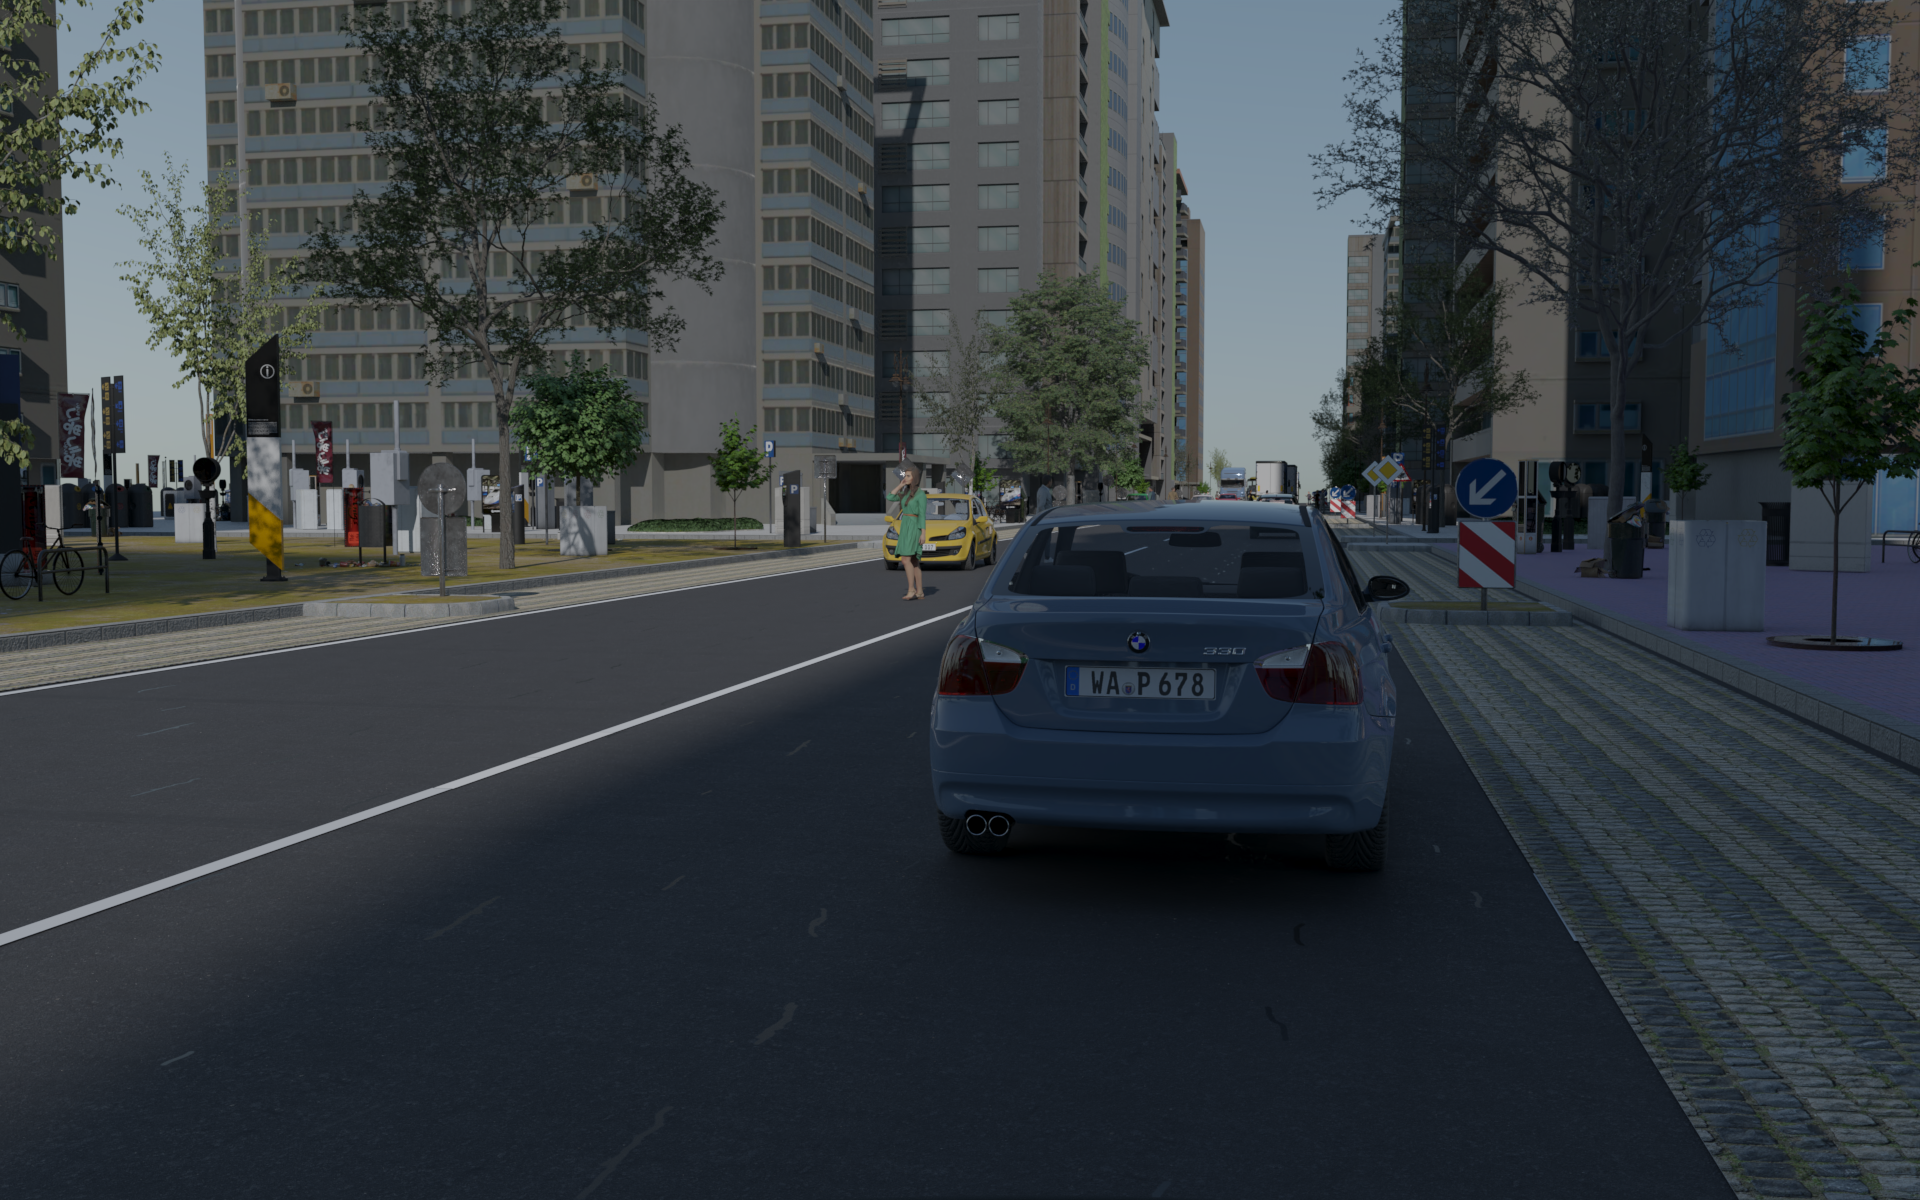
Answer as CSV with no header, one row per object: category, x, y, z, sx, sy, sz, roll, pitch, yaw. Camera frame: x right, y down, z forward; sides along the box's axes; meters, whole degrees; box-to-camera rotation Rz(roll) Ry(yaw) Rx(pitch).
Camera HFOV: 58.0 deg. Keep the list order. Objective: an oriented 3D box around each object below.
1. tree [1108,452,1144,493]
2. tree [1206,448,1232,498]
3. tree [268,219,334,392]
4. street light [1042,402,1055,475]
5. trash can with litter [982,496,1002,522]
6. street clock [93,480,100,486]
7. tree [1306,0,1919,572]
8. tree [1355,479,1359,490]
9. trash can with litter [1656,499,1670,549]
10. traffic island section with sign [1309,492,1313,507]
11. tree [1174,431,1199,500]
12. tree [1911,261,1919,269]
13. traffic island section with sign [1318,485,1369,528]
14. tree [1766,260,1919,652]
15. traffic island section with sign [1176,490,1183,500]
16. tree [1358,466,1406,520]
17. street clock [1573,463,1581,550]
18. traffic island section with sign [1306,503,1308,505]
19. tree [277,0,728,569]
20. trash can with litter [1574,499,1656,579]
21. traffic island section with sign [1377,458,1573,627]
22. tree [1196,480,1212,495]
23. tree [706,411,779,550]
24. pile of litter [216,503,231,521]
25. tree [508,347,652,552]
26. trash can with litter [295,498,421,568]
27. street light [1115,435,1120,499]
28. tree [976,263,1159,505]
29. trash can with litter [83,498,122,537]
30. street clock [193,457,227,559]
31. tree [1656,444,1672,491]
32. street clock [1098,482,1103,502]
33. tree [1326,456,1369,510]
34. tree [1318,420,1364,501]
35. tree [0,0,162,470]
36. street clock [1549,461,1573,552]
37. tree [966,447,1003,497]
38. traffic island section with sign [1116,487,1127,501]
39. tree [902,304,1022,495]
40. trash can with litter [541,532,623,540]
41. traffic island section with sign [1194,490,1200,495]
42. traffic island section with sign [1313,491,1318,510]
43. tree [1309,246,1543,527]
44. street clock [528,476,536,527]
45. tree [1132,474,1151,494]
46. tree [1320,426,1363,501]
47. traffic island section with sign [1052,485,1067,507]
tree,11.857,-8.673,125.509,4.285,4.588,4.351,0,3,0
tree,42.755,-20.340,282.913,4.737,8.622,4.395,0,3,0
tree,-16.253,-5.357,37.943,4.737,8.622,4.395,0,3,0
street light,4.454,-7.010,87.406,0.468,5.910,1.993,1,4,11
trash can with litter,1.086,-4.231,80.231,1.678,1.210,2.233,-2,4,-34
street clock,-47.058,-5.487,94.280,0.358,2.002,0.471,-2,4,-28
tree,11.028,-7.234,28.650,12.009,13.543,11.850,0,3,0
tree,27.477,-7.509,117.371,1.663,3.219,1.824,0,3,0
trash can with litter,16.462,-1.803,40.860,0.624,1.170,1.055,1,4,17
traffic island section with sign,31.352,-8.636,149.820,1.989,1.847,2.006,1,4,11
tree,25.971,-15.410,202.311,4.360,8.622,3.978,0,3,0
tree,21.830,-5.202,35.408,4.737,8.622,4.395,0,3,0
traffic island section with sign,16.528,-4.021,74.366,1.989,1.847,2.006,1,4,11
tree,7.273,-1.212,14.422,1.663,3.219,1.824,0,3,0
traffic island section with sign,19.284,-8.786,152.281,1.989,1.847,2.006,1,4,11
tree,21.381,-5.648,86.948,1.663,3.219,1.824,0,3,0
street clock,14.020,-2.158,39.854,0.471,2.002,0.358,-2,4,-24
traffic island section with sign,36.649,-10.286,176.810,1.989,1.847,2.006,1,4,11
tree,-7.665,-5.832,29.766,8.767,10.594,7.601,1,4,15
trash can with litter,9.932,-0.920,26.430,1.055,1.170,0.624,3,5,39
traffic island section with sign,5.796,-0.678,19.709,1.989,1.847,2.006,1,4,11
tree,31.626,-14.240,227.420,1.663,3.219,1.824,0,3,0
tree,-5.215,-2.775,39.976,1.663,3.219,1.824,0,3,0
pile of litter,-35.105,-4.169,82.126,1.176,0.858,1.719,2,4,31
tree,-8.623,-3.388,39.115,4.285,4.588,4.351,0,3,0
trash can with litter,-10.720,-1.206,30.776,2.233,1.210,1.678,1,4,16
street light,10.785,-8.961,119.303,0.468,5.910,1.993,1,4,11
tree,5.986,-11.525,95.085,9.857,13.997,8.962,0,3,0
trash can with litter,-25.607,-2.470,51.773,0.624,1.170,1.055,1,4,11
street clock,-14.800,-1.805,34.083,0.471,2.002,0.358,0,4,-2
tree,24.080,-3.854,57.621,1.663,3.219,1.824,0,3,0
street clock,8.644,-6.240,106.595,0.358,2.002,0.471,1,4,22
tree,32.652,-9.798,143.908,4.285,4.588,4.351,0,3,0
tree,38.047,-13.524,171.477,4.737,8.622,4.395,0,3,0
tree,-9.825,-4.000,15.762,4.737,8.622,4.395,0,3,0
street clock,13.174,-2.057,38.196,0.358,2.002,0.471,3,5,43
tree,0.659,-4.625,70.221,1.663,3.219,1.824,0,3,0
traffic island section with sign,9.685,-5.801,103.473,1.989,1.847,2.006,1,4,11
tree,0.187,-7.114,66.675,4.360,8.622,3.978,0,3,0
trash can with litter,-10.471,-2.286,48.427,2.233,1.210,1.678,2,4,28
traffic island section with sign,24.571,-10.432,179.185,1.989,1.847,2.006,1,4,11
traffic island section with sign,21.730,-5.638,100.816,1.989,1.847,2.006,1,4,11
tree,18.257,-8.060,66.186,7.601,10.594,8.767,-3,4,-37
street clock,-16.821,-3.893,68.227,0.471,2.002,0.358,-2,4,-28
tree,14.798,-8.971,141.275,1.663,3.219,1.824,0,3,0
tree,39.620,-14.072,180.444,4.360,8.622,3.978,0,3,0
traffic island section with sign,4.412,-4.158,76.610,1.989,1.847,2.006,1,4,11
